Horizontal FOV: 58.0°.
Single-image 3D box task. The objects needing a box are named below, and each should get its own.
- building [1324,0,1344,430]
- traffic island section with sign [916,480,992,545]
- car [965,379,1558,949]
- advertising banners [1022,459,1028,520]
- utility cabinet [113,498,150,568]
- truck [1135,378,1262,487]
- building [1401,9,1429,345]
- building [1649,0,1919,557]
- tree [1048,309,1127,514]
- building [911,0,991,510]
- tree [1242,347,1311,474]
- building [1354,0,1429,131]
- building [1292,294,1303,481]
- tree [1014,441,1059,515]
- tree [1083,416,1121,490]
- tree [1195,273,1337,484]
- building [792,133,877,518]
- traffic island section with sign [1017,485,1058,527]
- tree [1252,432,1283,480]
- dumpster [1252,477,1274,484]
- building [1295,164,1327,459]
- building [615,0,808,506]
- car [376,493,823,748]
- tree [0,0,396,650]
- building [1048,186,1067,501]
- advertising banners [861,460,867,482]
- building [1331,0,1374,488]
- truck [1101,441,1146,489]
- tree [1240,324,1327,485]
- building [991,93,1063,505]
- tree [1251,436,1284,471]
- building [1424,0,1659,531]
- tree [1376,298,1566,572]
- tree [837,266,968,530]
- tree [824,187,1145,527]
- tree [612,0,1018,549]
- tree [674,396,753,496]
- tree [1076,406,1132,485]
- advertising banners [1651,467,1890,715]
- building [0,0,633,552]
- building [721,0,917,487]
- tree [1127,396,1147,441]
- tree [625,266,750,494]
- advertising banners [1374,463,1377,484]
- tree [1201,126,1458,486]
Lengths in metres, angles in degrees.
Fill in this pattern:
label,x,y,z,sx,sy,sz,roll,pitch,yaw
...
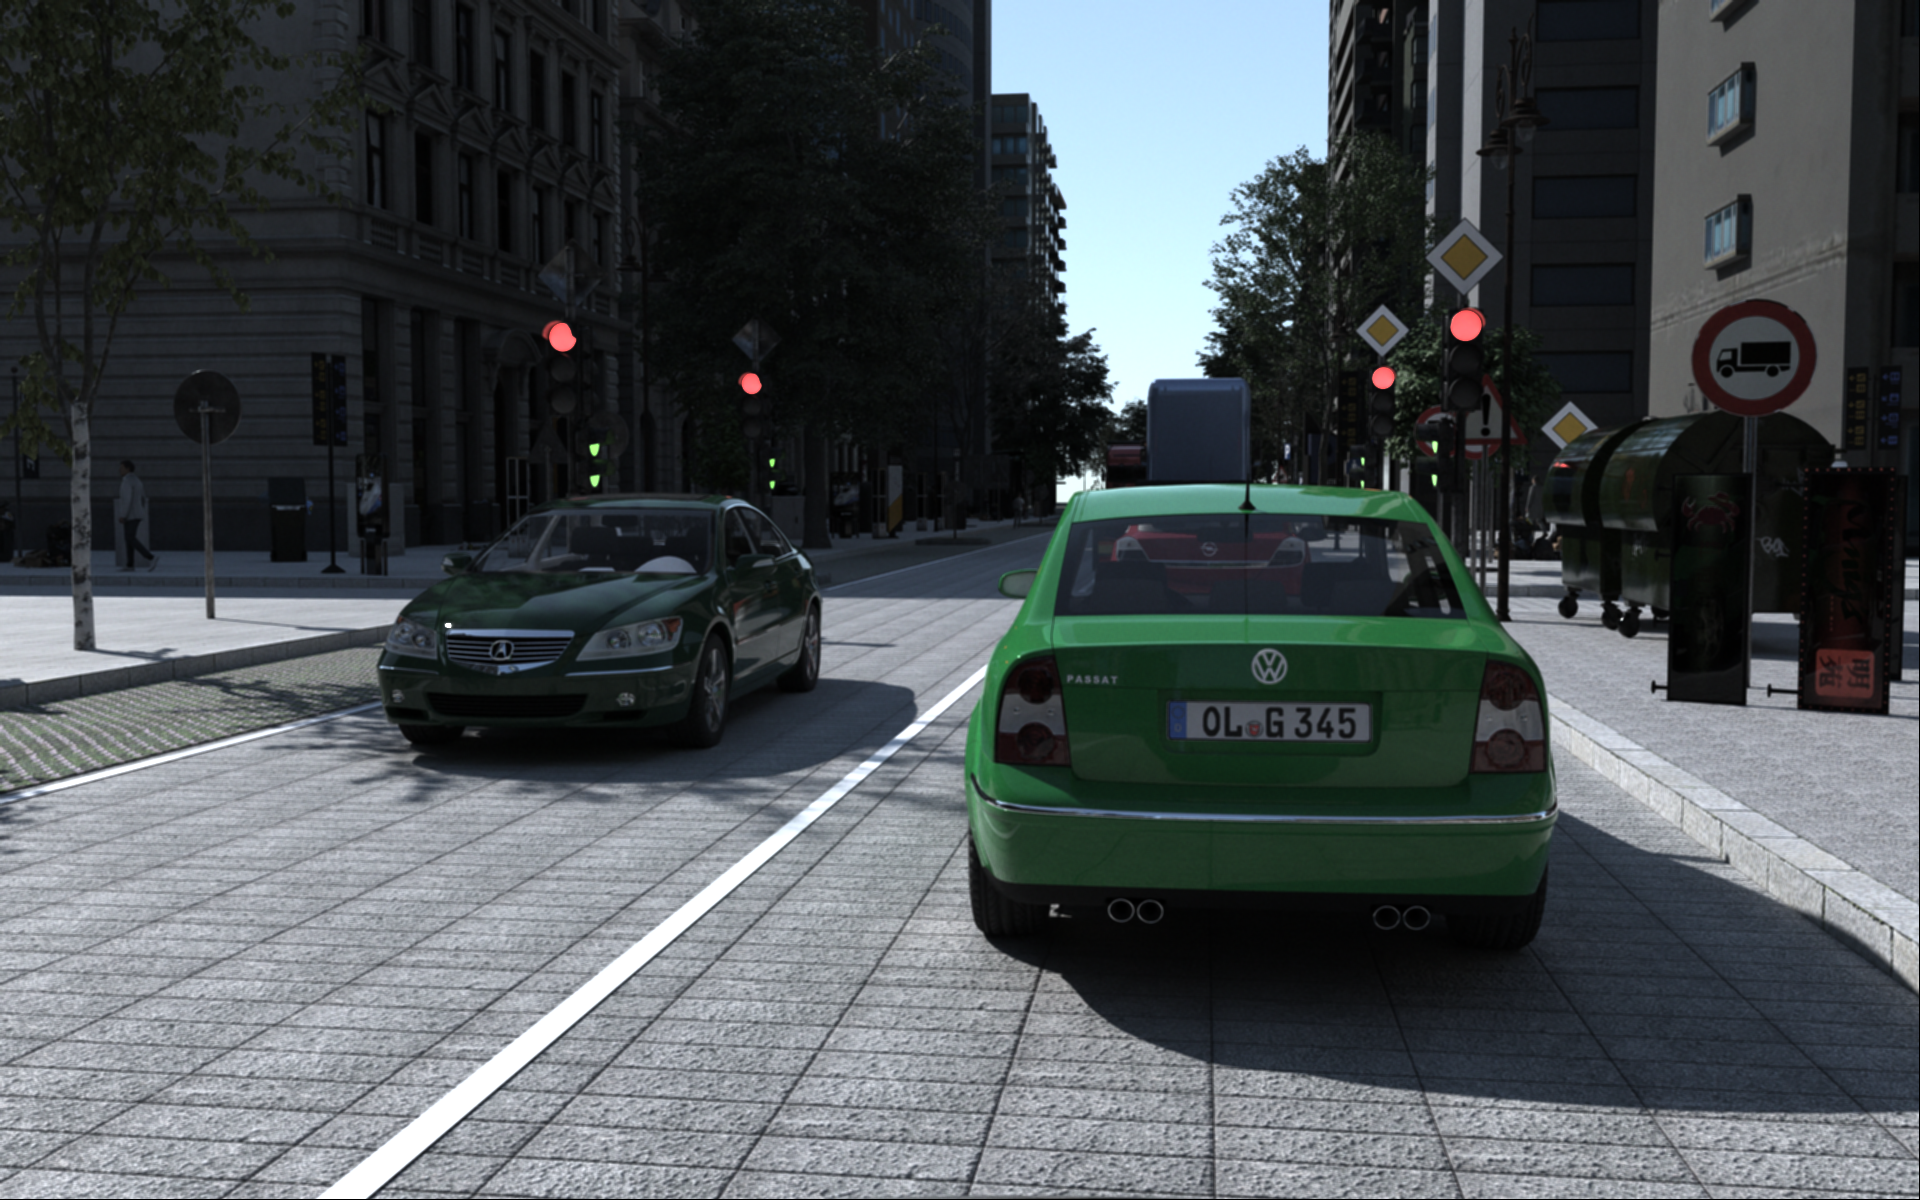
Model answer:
label,x,y,z,sx,sy,sz,roll,pitch,yaw
building,51.137,-46.559,199.491,20.563,71.187,20.611,0,4,8
traffic island section with sign,-0.138,-2.477,49.131,1.989,1.847,2.006,0,4,8
car,1.074,0.116,6.896,1.959,1.807,4.718,0,4,6
advertising banners,3.244,-5.529,86.579,0.090,3.025,2.074,1,4,9
utility cabinet,-14.594,-1.183,30.504,0.306,1.237,1.020,-3,5,-42
truck,4.626,-2.739,34.544,2.967,4.110,18.799,1,4,9
building,34.085,-20.479,106.532,14.160,30.474,14.107,0,4,8
building,29.285,-25.584,41.994,21.600,48.544,21.300,0,4,8
tree,5.946,-12.689,114.114,9.857,13.997,8.962,0,3,0
building,-9.695,-36.114,132.467,21.231,58.520,28.212,0,4,8
tree,21.412,-13.257,127.126,12.009,13.543,11.850,0,3,0
building,40.558,-28.882,126.852,22.147,44.769,28.867,0,4,8
building,54.458,-29.095,247.400,14.160,30.474,14.107,0,4,8
tree,4.594,-7.530,106.833,4.285,4.588,4.351,0,3,0
tree,12.850,-12.777,159.263,4.360,8.622,3.978,0,3,0
tree,15.541,-10.462,89.178,7.486,12.596,7.792,0,3,0
building,-11.797,-15.661,92.208,11.583,22.565,21.152,0,4,8
traffic island section with sign,3.581,-4.116,75.920,1.989,1.847,2.006,0,4,8
tree,26.492,-15.245,166.265,9.611,12.733,9.660,0,3,0
dumpster,16.944,-5.824,97.718,1.502,2.255,1.985,0,4,8
building,54.942,-34.876,224.841,22.147,44.769,28.867,0,4,8
building,-15.085,-13.924,69.459,13.314,21.916,24.055,0,4,8
car,-2.115,0.027,11.358,2.131,1.459,4.920,0,4,6
tree,-7.125,-3.908,14.254,4.737,8.622,4.395,0,3,0
building,3.146,-35.809,240.100,22.147,44.769,28.867,0,4,8
advertising banners,-5.284,-5.633,88.292,0.090,3.025,2.074,2,4,29
building,44.439,-32.327,152.243,21.300,48.544,21.600,0,4,8
truck,9.290,-6.366,93.003,2.839,4.237,11.283,1,4,8
tree,14.000,-7.578,74.260,4.360,8.622,3.978,0,3,0
building,0.059,-36.141,210.508,23.786,49.044,30.456,0,4,8
tree,24.519,-13.311,152.051,8.767,10.594,7.601,0,4,-4
building,30.335,-32.375,71.327,21.231,58.520,28.212,0,4,8
tree,8.372,-2.762,28.879,4.285,4.588,4.351,0,3,0
tree,-1.913,-6.435,55.569,4.360,8.622,3.978,0,3,0
tree,0.109,-9.633,67.869,12.009,13.543,11.850,0,3,0
tree,-3.404,-8.183,40.442,9.857,13.997,8.962,0,3,0
tree,-4.470,-2.403,33.895,1.663,3.219,1.824,0,3,0
tree,14.650,-14.773,175.942,7.601,10.594,8.767,-1,4,-12
advertising banners,5.176,-0.853,10.130,2.074,3.025,0.090,2,4,35
building,-17.070,-13.370,47.478,11.050,23.489,19.941,0,4,8
building,-10.750,-28.187,110.972,14.600,45.320,14.200,0,4,8
tree,22.536,-19.618,227.412,9.857,13.997,8.962,0,3,0
tree,-7.816,-6.212,51.924,4.737,8.622,4.395,0,3,0
advertising banners,23.260,-6.220,97.881,0.090,3.025,2.074,2,4,30
tree,10.489,-7.554,49.263,9.928,11.665,9.643,0,3,0
